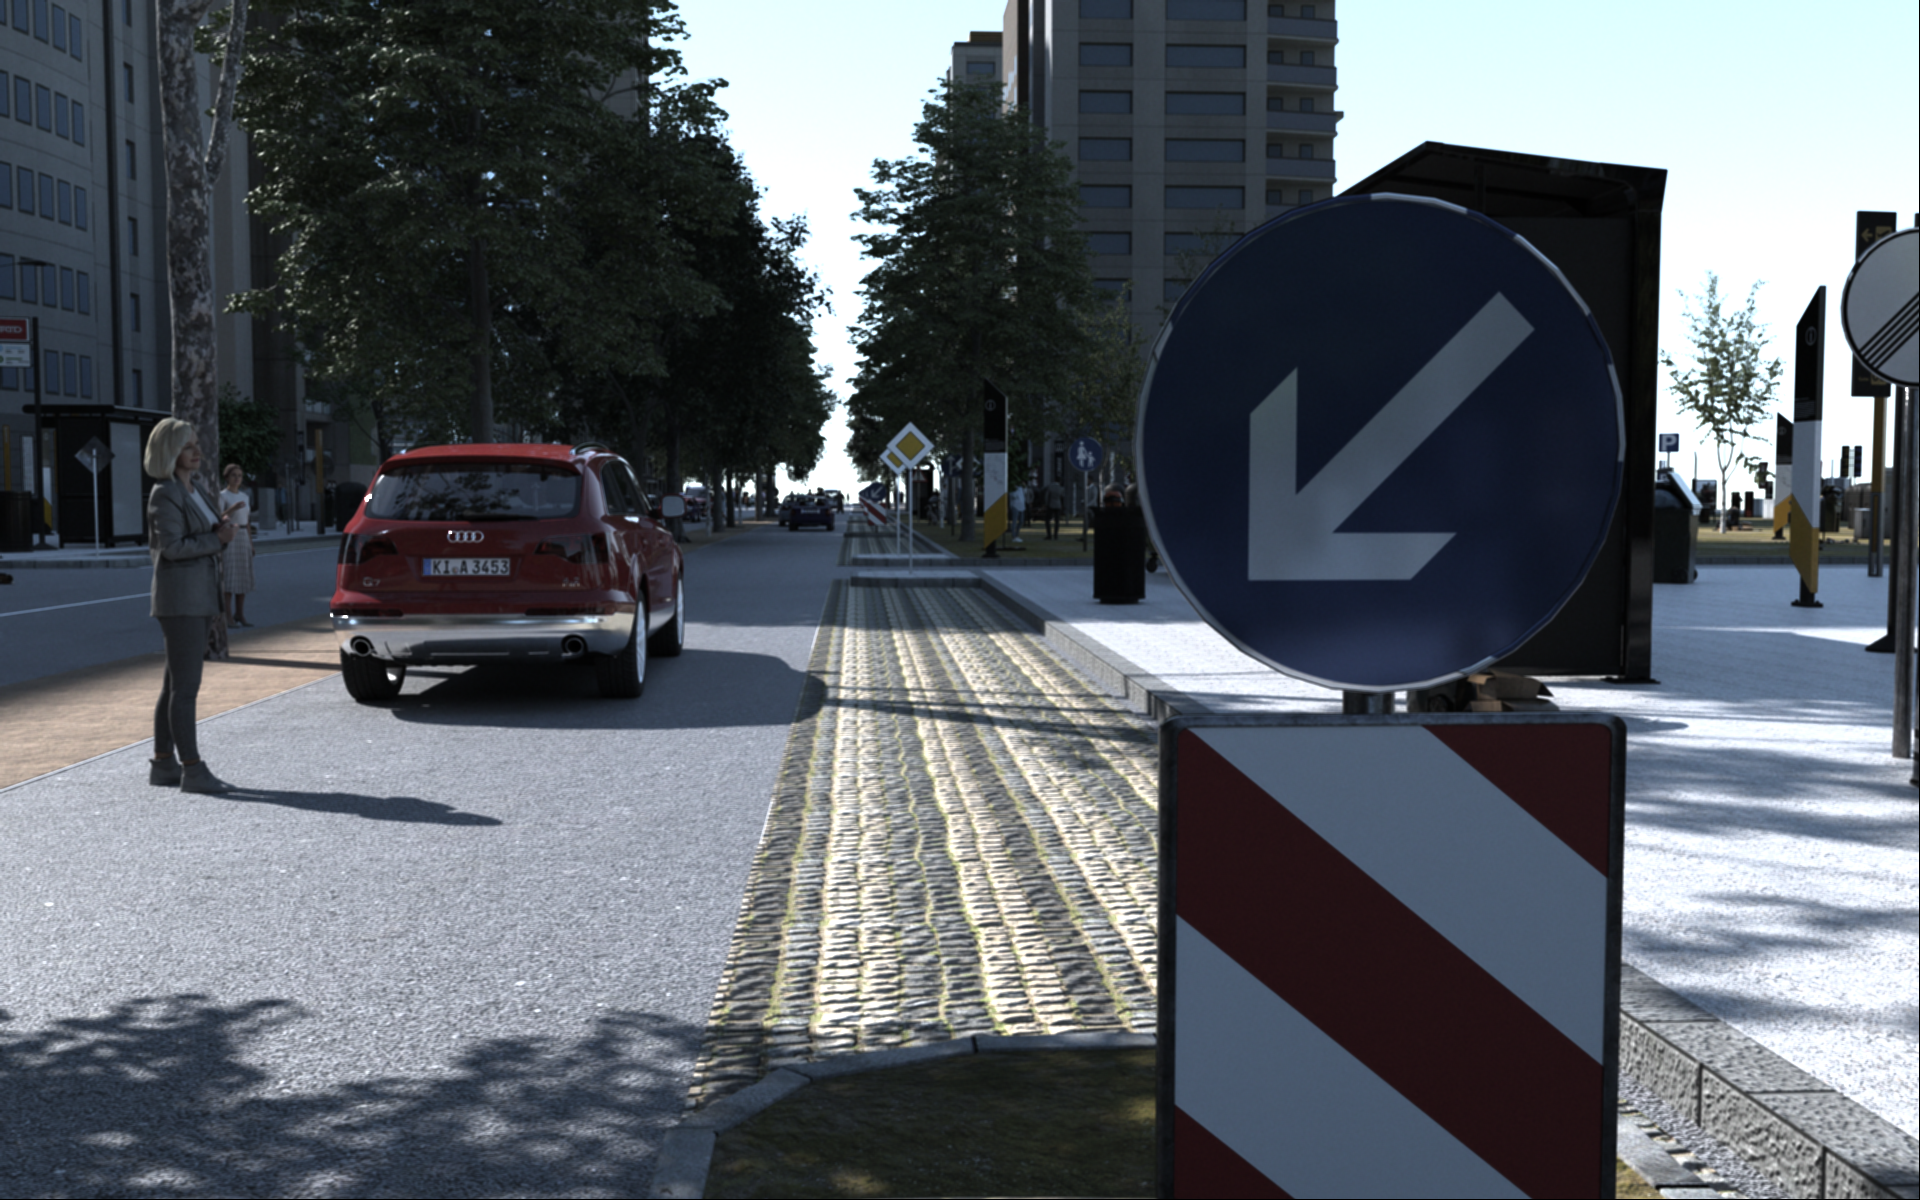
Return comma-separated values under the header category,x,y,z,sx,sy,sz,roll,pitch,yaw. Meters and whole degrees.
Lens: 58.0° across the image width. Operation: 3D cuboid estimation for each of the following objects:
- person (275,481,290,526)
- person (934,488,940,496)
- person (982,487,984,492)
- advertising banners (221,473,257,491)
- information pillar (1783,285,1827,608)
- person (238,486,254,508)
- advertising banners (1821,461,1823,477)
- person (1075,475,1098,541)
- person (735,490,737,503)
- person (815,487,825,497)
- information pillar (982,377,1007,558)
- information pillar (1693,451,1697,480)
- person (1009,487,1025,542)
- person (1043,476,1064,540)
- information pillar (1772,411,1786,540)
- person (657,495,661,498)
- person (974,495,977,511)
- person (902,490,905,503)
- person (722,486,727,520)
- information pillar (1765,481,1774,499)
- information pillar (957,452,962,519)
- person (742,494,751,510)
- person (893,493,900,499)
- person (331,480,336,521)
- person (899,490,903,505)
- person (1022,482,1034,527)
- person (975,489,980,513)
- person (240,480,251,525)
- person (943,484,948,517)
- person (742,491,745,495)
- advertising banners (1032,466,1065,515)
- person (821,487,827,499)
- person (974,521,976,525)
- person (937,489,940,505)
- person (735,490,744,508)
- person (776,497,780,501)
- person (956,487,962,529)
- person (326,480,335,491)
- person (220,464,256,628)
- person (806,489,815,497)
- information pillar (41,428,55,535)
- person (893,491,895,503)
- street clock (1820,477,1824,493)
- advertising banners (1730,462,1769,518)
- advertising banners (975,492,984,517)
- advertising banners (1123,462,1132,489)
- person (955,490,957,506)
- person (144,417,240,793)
category,x,y,z,sx,sy,sz,roll,pitch,yaw
person,-27.065,-3.836,69.112,0.601,1.785,0.444,0,4,7
person,-2.209,-9.363,158.763,1.348,1.869,0.705,0,4,4
person,1.757,-7.410,127.336,0.705,1.807,1.348,1,4,13
advertising banners,-24.694,-3.806,58.409,2.074,3.025,0.090,-2,4,-28
information pillar,9.653,-1.735,19.722,0.183,3.616,0.504,0,4,-3
person,-27.568,-3.707,66.746,0.635,1.810,0.391,-3,4,-36
advertising banners,44.823,-5.816,91.286,0.090,3.025,2.074,0,4,-5
person,3.501,-2.426,45.990,0.850,1.792,0.678,-1,4,-16
person,-32.301,-14.931,250.262,0.705,1.812,1.348,-2,4,-29
person,-7.517,-4.912,89.024,1.509,1.804,0.699,3,5,41
information pillar,0.700,-2.653,34.726,0.504,3.616,0.183,1,4,22
information pillar,39.628,-6.241,93.388,0.183,3.616,0.504,1,4,13
person,1.503,-2.442,46.231,0.793,1.790,0.793,0,4,6
person,2.641,-2.606,48.837,0.592,1.802,0.473,0,4,5
information pillar,23.194,-3.511,48.758,0.504,3.616,0.183,2,4,34
person,-35.021,-11.949,201.272,0.709,1.838,0.599,-3,5,-40
person,0.975,-7.643,134.268,1.065,1.426,0.557,0,4,-1
person,-8.117,-14.719,246.827,0.705,1.807,1.348,-2,4,-27
person,-11.300,-4.544,82.890,0.778,1.811,0.616,3,4,38
information pillar,44.494,-5.551,95.248,0.304,2.012,0.304,0,4,-7
information pillar,0.112,-6.011,89.633,0.504,3.616,0.183,3,4,36
person,-19.662,-9.048,159.701,1.065,1.426,0.557,2,4,35
person,-6.218,-9.734,168.419,0.697,1.427,0.421,1,4,10
person,-28.715,-4.513,79.188,0.648,1.900,0.474,-1,4,-12
person,-7.004,-12.045,203.903,0.541,1.710,0.530,1,4,22
person,2.579,-3.771,67.880,0.592,1.802,0.473,2,4,25
person,1.224,-6.824,119.086,0.415,1.643,0.593,-3,5,-44
person,-23.694,-3.092,57.344,0.466,1.731,0.760,-1,4,-10
person,-0.686,-5.012,88.183,0.583,1.804,0.606,0,4,-5
person,-33.316,-15.957,267.389,0.568,1.767,0.683,-1,4,-11
advertising banners,5.172,-6.480,102.134,2.074,3.025,0.090,0,4,-2
person,-7.197,-5.011,90.773,0.374,1.781,0.599,2,4,32
person,0.349,-3.546,68.273,0.590,1.304,0.306,3,4,38
person,-2.561,-12.068,203.317,1.348,1.831,0.705,-3,4,-39
person,-22.344,-10.111,173.944,1.348,1.807,0.705,-2,4,-32
person,-15.475,-8.203,142.621,1.348,1.824,0.705,-3,4,-38
person,0.156,-3.425,62.072,0.581,1.822,0.654,0,4,-6
person,-28.102,-4.375,76.943,0.648,1.900,0.474,-1,4,-14
person,-7.736,-0.583,18.601,0.524,1.755,0.480,1,4,22
person,-10.778,-7.110,124.680,1.348,1.831,0.705,2,4,24
information pillar,-28.430,-3.819,53.790,0.183,3.616,0.504,1,4,8
person,-9.781,-15.369,257.338,0.705,1.822,1.348,-1,4,-17
street clock,35.664,-4.126,72.027,0.471,2.002,0.358,-2,4,-31
advertising banners,42.892,-5.992,94.160,0.090,3.025,2.074,-3,5,-39
advertising banners,1.749,-6.189,97.370,2.074,3.025,0.090,-2,4,-32
advertising banners,9.842,-5.993,94.174,2.074,3.025,0.090,0,4,8
person,-0.454,-10.872,184.255,0.568,1.767,0.683,-3,5,-41
person,-3.736,0.011,8.498,0.526,1.800,0.537,0,4,4
